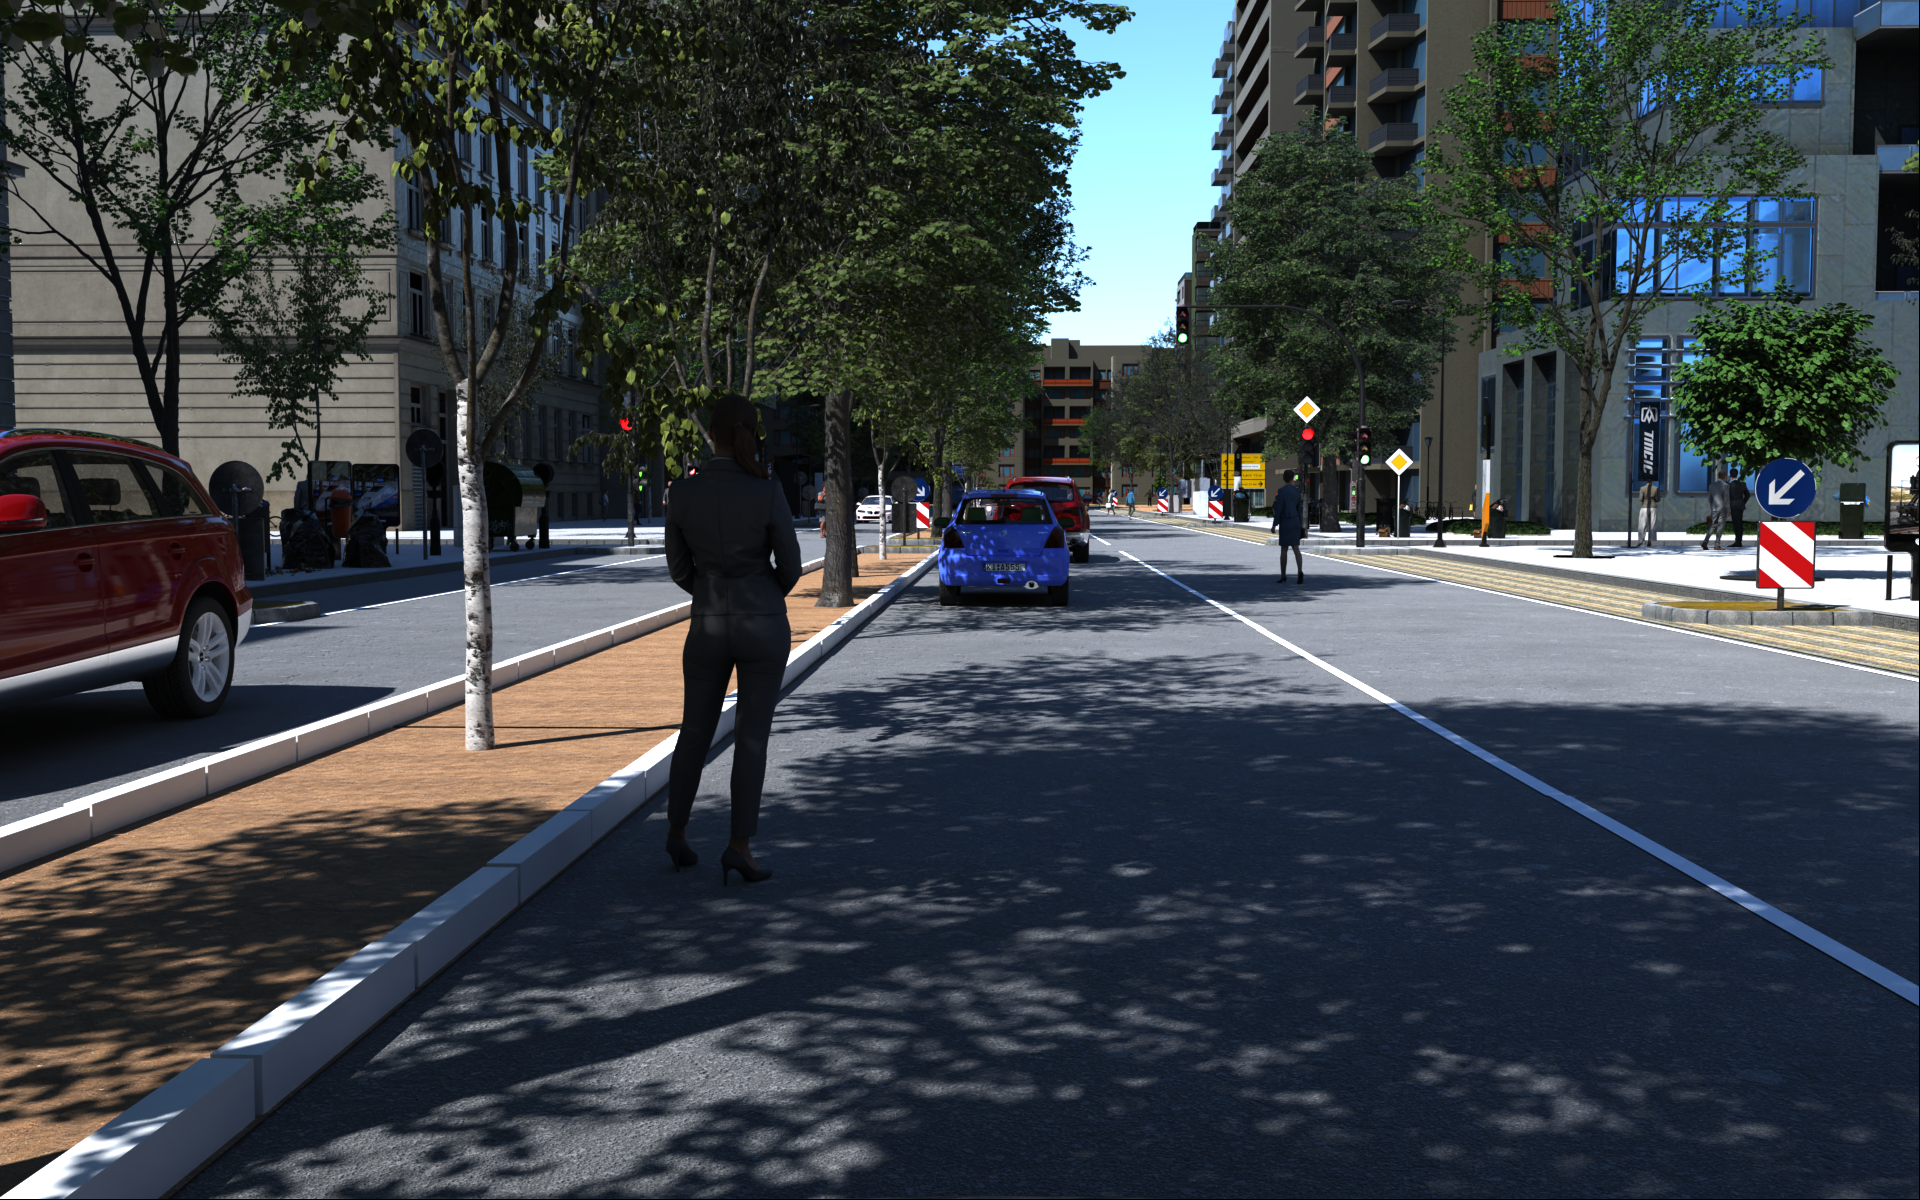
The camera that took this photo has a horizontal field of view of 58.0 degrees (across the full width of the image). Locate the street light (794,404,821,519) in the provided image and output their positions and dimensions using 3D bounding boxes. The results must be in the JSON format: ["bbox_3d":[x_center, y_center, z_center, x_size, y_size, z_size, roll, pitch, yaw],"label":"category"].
[{"bbox_3d":[-7.922,-7.176,89.873,1.470,5.913,1.316,0,4,2],"label":"street light"}]

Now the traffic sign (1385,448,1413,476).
[{"bbox_3d":[12.601,-3.054,49.665,0.795,2.593,0.064,1,4,9],"label":"traffic sign"}]

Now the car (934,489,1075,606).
[{"bbox_3d":[0.598,-0.851,23.511,1.945,1.707,3.694,0,4,1],"label":"car"}]

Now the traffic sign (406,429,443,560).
[{"bbox_3d":[-10.454,-2.061,33.797,0.768,2.556,0.104,0,4,7],"label":"traffic sign"}]

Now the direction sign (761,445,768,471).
[{"bbox_3d":[-8.996,-5.374,79.859,0.379,3.537,0.876,1,4,12],"label":"direction sign"}]

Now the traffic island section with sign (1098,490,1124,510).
[{"bbox_3d":[13.375,-8.780,152.187,1.989,1.847,2.006,0,4,2],"label":"traffic island section with sign"}]

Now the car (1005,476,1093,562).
[{"bbox_3d":[1.779,-1.784,37.848,2.281,1.827,5.304,0,4,3],"label":"car"}]

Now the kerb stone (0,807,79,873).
[{"bbox_3d":[-3.662,0.960,6.643,0.120,0.150,1.000,0,4,2],"label":"kerb stone"}]

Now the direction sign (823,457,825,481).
[{"bbox_3d":[-8.246,-6.962,105.829,0.379,3.537,0.876,-1,4,-19],"label":"direction sign"}]

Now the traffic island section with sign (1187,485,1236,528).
[{"bbox_3d":[10.770,-4.019,74.342,1.989,1.847,2.006,0,4,2],"label":"traffic island section with sign"}]

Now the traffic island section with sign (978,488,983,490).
[{"bbox_3d":[1.362,-7.141,124.885,2.006,1.907,1.989,0,4,2],"label":"traffic island section with sign"}]

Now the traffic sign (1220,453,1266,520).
[{"bbox_3d":[14.126,-5.662,86.440,2.265,3.308,0.079,0,4,5],"label":"traffic sign"}]

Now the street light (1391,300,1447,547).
[{"bbox_3d":[11.026,-4.224,41.604,1.470,5.913,1.316,0,4,2],"label":"street light"}]

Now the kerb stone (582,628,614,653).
[{"bbox_3d":[-3.365,0.389,15.855,0.120,0.150,1.000,0,4,2],"label":"kerb stone"}]

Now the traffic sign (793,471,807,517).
[{"bbox_3d":[-8.992,-5.954,97.457,0.768,2.556,0.104,0,4,2],"label":"traffic sign"}]

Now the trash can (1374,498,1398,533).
[{"bbox_3d":[14.046,-2.782,57.134,0.748,1.137,0.748,0,3,0],"label":"trash can"}]

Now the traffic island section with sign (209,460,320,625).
[{"bbox_3d":[-8.494,-0.683,19.798,1.989,1.847,2.006,0,4,2],"label":"traffic island section with sign"}]

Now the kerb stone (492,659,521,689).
[{"bbox_3d":[-3.464,0.578,12.782,0.120,0.150,1.000,0,4,2],"label":"kerb stone"}]

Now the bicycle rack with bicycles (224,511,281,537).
[{"bbox_3d":[-21.693,-2.298,50.955,2.925,0.926,2.852,0,4,-1],"label":"bicycle rack with bicycles"}]

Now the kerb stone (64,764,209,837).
[{"bbox_3d":[-3.634,0.888,7.669,0.120,0.150,1.000,0,4,2],"label":"kerb stone"}]

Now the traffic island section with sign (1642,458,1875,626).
[{"bbox_3d":[8.927,-0.676,19.683,1.989,1.847,2.006,0,4,2],"label":"traffic island section with sign"}]

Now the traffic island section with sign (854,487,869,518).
[{"bbox_3d":[-5.707,-5.772,102.999,1.989,1.847,2.006,0,4,2],"label":"traffic island section with sign"}]

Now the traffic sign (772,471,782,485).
[{"bbox_3d":[-10.355,-5.900,96.473,0.884,2.594,0.081,1,4,10],"label":"traffic sign"}]

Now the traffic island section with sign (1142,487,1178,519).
[{"bbox_3d":[11.673,-5.667,101.282,1.989,1.847,2.006,0,4,2],"label":"traffic island section with sign"}]

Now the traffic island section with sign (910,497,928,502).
[{"bbox_3d":[-4.043,-8.772,152.046,1.989,1.847,2.006,0,4,2],"label":"traffic island section with sign"}]

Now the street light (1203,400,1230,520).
[{"bbox_3d":[12.667,-6.912,85.547,1.470,5.913,1.316,0,4,2],"label":"street light"}]

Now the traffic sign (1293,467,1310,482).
[{"bbox_3d":[14.799,-4.621,75.563,0.884,2.594,0.081,1,4,10],"label":"traffic sign"}]

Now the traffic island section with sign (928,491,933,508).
[{"bbox_3d":[-3.144,-10.422,179.034,1.989,1.847,2.006,0,4,2],"label":"traffic island section with sign"}]

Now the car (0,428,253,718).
[{"bbox_3d":[-5.852,-0.059,9.645,2.281,1.827,5.304,0,4,1],"label":"car"}]

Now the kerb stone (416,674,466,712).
[{"bbox_3d":[-3.500,0.640,11.755,0.120,0.150,1.000,0,4,2],"label":"kerb stone"}]

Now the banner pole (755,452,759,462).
[{"bbox_3d":[-10.671,-6.083,89.466,0.401,3.779,0.863,3,5,43],"label":"banner pole"}]

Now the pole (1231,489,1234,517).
[{"bbox_3d":[15.266,-6.301,96.862,0.158,3.312,0.155,0,3,0],"label":"pole"}]

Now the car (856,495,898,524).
[{"bbox_3d":[-4.022,-4.491,85.785,2.083,1.381,4.827,0,4,4],"label":"car"}]

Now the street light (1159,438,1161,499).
[{"bbox_3d":[13.876,-9.306,124.700,1.470,5.913,1.316,0,4,2],"label":"street light"}]

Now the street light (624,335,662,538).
[{"bbox_3d":[-9.154,-4.784,50.764,1.470,5.913,1.316,0,4,2],"label":"street light"}]

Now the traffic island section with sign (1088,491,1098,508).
[{"bbox_3d":[14.286,-10.428,179.127,1.989,1.847,2.006,0,4,2],"label":"traffic island section with sign"}]

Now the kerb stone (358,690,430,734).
[{"bbox_3d":[-3.533,0.703,10.733,0.120,0.150,1.000,0,4,2],"label":"kerb stone"}]

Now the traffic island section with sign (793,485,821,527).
[{"bbox_3d":[-6.612,-4.124,76.059,1.989,1.847,2.006,0,4,2],"label":"traffic island section with sign"}]

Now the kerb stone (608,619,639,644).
[{"bbox_3d":[-3.320,0.325,16.880,0.120,0.150,1.000,0,4,2],"label":"kerb stone"}]

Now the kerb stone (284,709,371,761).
[{"bbox_3d":[-3.565,0.765,9.712,0.120,0.150,1.000,0,4,2],"label":"kerb stone"}]

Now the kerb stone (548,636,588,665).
[{"bbox_3d":[-3.396,0.450,14.834,0.120,0.150,1.000,0,4,2],"label":"kerb stone"}]

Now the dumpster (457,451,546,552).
[{"bbox_3d":[-10.364,-2.242,39.158,1.502,2.255,1.985,0,4,2],"label":"dumpster"}]

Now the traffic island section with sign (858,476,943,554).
[{"bbox_3d":[-1.409,-2.095,42.386,2.006,1.907,1.989,0,4,2],"label":"traffic island section with sign"}]

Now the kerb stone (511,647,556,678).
[{"bbox_3d":[-3.431,0.513,13.804,0.120,0.150,1.000,0,4,2],"label":"kerb stone"}]

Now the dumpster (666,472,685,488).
[{"bbox_3d":[-10.925,-4.105,69.618,1.502,2.255,1.985,0,4,2],"label":"dumpster"}]

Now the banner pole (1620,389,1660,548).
[{"bbox_3d":[16.256,-3.138,41.324,0.863,3.779,0.401,1,4,11],"label":"banner pole"}]

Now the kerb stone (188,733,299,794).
[{"bbox_3d":[-3.598,0.826,8.690,0.120,0.150,1.000,0,4,2],"label":"kerb stone"}]
